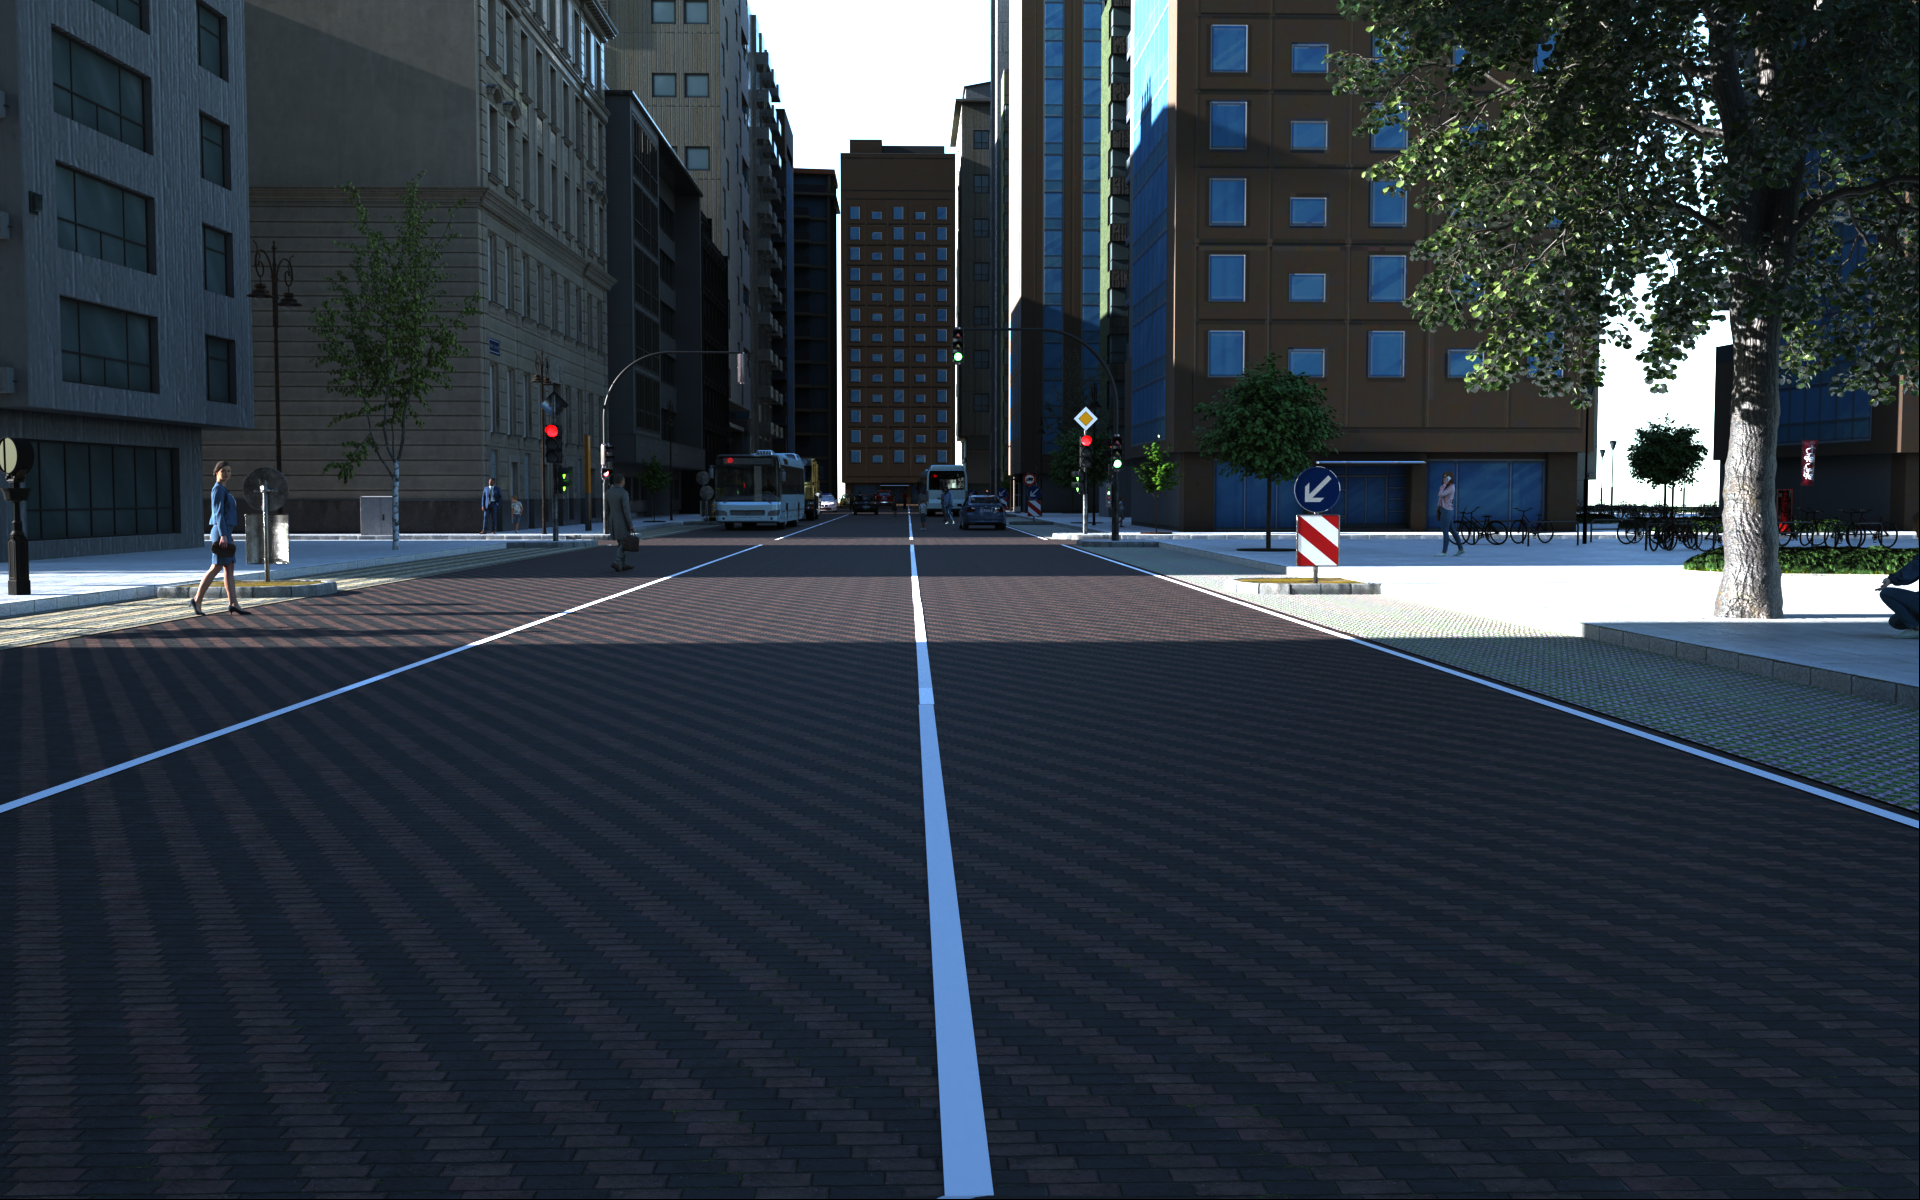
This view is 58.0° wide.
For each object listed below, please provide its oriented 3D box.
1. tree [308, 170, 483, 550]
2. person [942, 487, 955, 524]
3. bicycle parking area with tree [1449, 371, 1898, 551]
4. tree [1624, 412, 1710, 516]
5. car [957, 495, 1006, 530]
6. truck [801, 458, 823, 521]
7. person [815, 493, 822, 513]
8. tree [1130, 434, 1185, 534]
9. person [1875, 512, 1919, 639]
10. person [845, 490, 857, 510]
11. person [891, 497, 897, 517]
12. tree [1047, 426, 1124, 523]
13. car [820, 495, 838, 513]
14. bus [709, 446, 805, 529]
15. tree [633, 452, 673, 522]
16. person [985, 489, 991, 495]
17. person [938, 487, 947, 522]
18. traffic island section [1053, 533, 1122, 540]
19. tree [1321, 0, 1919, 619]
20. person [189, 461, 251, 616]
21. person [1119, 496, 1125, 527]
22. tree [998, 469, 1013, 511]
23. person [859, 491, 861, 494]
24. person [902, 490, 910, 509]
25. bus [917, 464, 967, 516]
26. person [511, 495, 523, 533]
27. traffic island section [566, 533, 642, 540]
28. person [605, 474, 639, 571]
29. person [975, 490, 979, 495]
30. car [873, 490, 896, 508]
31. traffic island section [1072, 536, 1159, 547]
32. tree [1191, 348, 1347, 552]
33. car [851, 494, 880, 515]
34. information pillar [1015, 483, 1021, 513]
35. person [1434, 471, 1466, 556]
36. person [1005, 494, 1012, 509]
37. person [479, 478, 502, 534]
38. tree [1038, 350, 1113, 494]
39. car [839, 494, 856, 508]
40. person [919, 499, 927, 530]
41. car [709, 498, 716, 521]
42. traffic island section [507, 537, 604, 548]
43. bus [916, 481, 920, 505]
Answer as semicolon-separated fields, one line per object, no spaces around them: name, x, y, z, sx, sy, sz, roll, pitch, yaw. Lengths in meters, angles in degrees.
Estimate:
tree;-13.073;-5.477;39.911;4.737;8.622;4.395;0;3;0
person;-0.528;-4.511;82.515;0.793;1.790;0.793;1;4;15
bicycle parking area with tree;17.253;-3.380;42.271;9.016;4.147;8.231;-1;4;-16
tree;28.327;-5.251;69.561;4.285;4.588;4.351;0;3;0
car;0.903;-3.574;70.439;2.014;1.417;4.499;0;4;-3
truck;-9.208;-6.116;95.920;3.469;3.379;9.791;0;4;-3
person;-10.539;-7.375;129.255;0.511;1.800;0.466;0;4;8
tree;6.344;-3.735;55.674;1.663;3.219;1.824;0;3;0
person;8.426;-0.234;15.370;0.738;1.151;1.012;3;5;43
person;-9.549;-8.847;153.157;1.348;1.823;0.705;-1;4;-14
person;-4.127;-5.820;108.323;0.373;1.253;0.362;3;5;43
tree;5.510;-5.654;76.156;4.285;4.588;4.351;0;3;0
car;-10.481;-7.479;134.646;2.083;1.381;4.827;0;4;-3
bus;-8.333;-4.776;72.950;2.948;3.499;13.247;0;4;-1
tree;-13.868;-5.172;79.165;1.663;3.219;1.824;0;3;0
person;2.608;-9.460;161.632;0.541;1.710;0.530;-1;4;-11
person;-0.874;-4.992;90.476;0.532;1.782;0.716;1;4;18
traffic island section;4.046;-2.043;55.683;2.009;0.180;2.903;0;4;-2
tree;8.371;-6.792;17.697;9.857;13.997;8.962;0;3;0
person;-8.759;-0.731;20.472;0.654;1.822;0.581;0;4;-3
person;6.200;-3.420;66.972;0.382;1.210;0.505;1;4;11
tree;3.666;-8.599;135.189;1.663;3.219;1.824;0;3;0
person;-11.159;-11.340;193.929;0.705;1.822;1.348;3;5;44
person;-5.131;-9.390;161.962;0.705;1.831;1.348;2;4;30
bus;-1.215;-7.398;115.813;2.948;3.499;13.247;0;4;-3
person;-14.446;-2.798;56.468;0.332;1.250;0.352;2;4;33
traffic island section;-11.289;-2.015;55.225;2.009;0.180;2.903;0;4;-2
person;-6.289;-1.447;32.258;0.694;1.812;0.767;3;4;36
person;1.805;-12.012;203.265;1.217;1.723;0.721;-1;4;-23
car;-7.613;-10.139;174.452;2.281;1.827;5.304;0;4;-2
traffic island section;4.288;-1.555;47.702;2.009;0.180;2.903;0;4;-2
tree;7.066;-3.389;39.129;4.285;4.588;4.351;0;3;0
car;-6.518;-6.723;119.709;2.009;1.686;4.222;0;4;-4
information pillar;3.843;-6.774;115.254;0.304;2.012;0.304;2;4;25
person;10.093;-1.773;35.630;0.643;1.750;0.593;1;4;13
person;4.289;-8.789;152.963;0.599;1.433;0.991;-3;4;-37
person;-15.082;-3.023;55.645;0.721;1.800;0.419;-1;4;-10
tree;6.186;-8.387;87.487;4.360;8.622;3.978;0;3;0
car;-11.517;-10.304;178.693;2.015;1.641;3.980;0;4;-4
person;-1.473;-3.401;68.790;0.332;1.250;0.352;1;4;22
car;-12.301;-4.976;91.579;2.015;1.641;3.980;0;4;-3
traffic island section;-11.046;-1.527;47.243;2.009;0.180;2.903;0;4;-2
bus;-3.276;-12.085;192.448;2.948;3.499;13.247;0;4;-3
